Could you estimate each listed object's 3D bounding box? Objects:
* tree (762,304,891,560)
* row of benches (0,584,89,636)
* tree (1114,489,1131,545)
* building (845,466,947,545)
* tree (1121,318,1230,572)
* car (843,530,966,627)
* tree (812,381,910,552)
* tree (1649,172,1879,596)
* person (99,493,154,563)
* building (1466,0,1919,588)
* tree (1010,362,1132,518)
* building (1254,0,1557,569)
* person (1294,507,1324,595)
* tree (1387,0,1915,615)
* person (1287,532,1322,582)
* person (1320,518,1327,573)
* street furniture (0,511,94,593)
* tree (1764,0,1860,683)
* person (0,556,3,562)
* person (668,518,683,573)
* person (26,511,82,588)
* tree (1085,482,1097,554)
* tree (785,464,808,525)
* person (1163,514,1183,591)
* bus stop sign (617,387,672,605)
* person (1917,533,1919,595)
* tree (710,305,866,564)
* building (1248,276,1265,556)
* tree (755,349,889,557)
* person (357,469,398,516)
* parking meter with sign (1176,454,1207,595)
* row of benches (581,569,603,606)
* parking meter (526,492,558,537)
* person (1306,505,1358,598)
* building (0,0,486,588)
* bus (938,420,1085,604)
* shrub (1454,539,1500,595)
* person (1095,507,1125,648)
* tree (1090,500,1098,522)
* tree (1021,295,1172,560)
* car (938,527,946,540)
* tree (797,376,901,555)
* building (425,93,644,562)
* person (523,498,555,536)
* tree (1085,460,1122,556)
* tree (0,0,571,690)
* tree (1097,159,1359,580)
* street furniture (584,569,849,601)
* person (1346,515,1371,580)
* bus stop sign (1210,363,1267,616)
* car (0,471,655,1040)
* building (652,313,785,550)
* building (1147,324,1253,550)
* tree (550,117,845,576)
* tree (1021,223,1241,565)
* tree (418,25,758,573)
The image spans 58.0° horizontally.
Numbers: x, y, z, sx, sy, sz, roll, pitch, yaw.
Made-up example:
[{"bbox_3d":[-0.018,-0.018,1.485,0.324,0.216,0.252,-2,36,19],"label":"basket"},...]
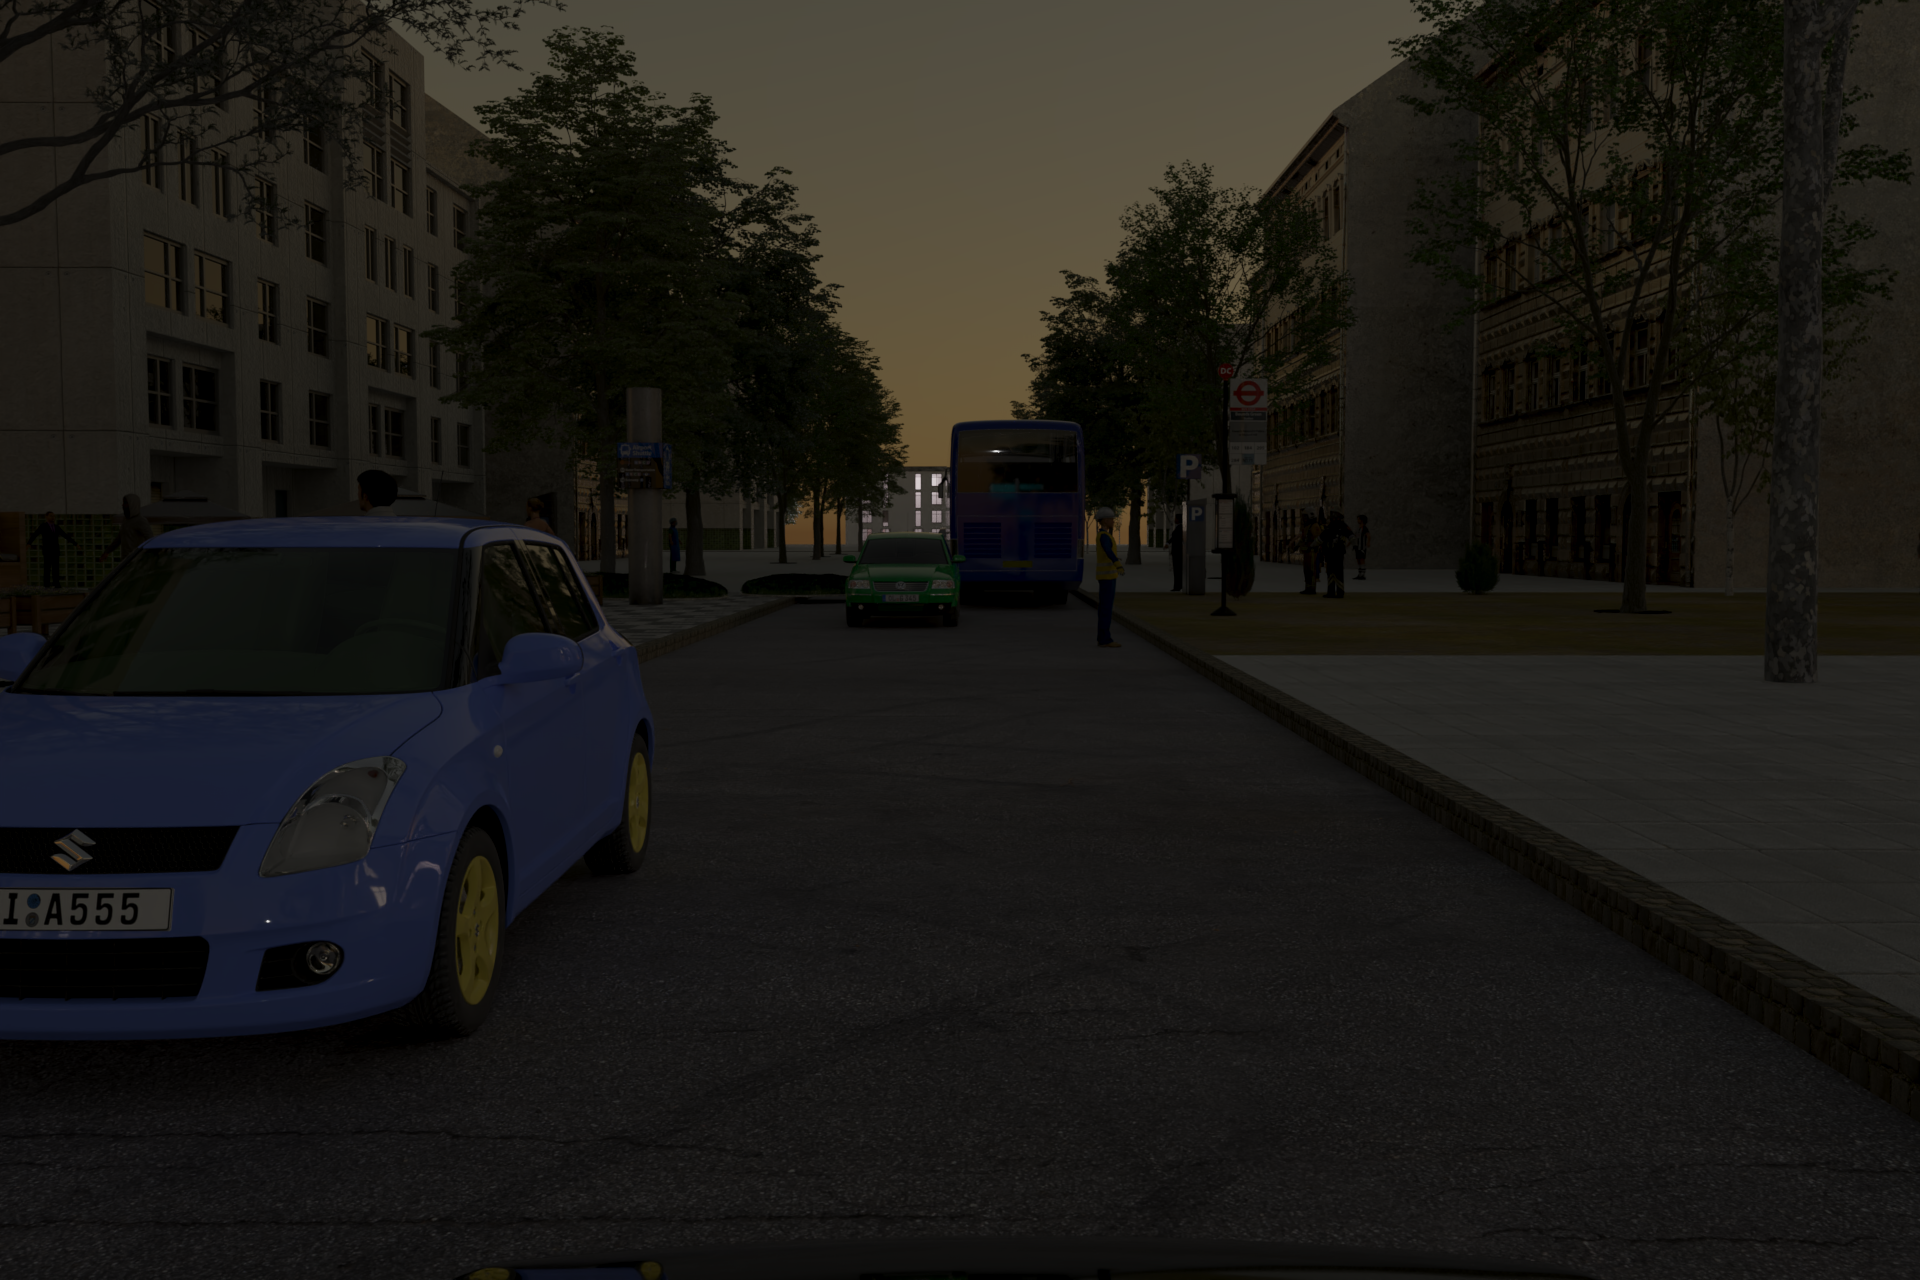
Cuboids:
[{"bbox_3d":[-6.890,-10.274,86.100,7.486,12.596,7.792,0,3,0],"label":"tree"},{"bbox_3d":[-11.494,-0.268,19.839,1.422,0.672,4.104,0,4,6],"label":"row of benches"},{"bbox_3d":[19.284,-15.991,211.821,4.737,8.622,4.395,0,3,0],"label":"tree"},{"bbox_3d":[0.215,-16.514,214.606,28.070,9.664,9.099,0,4,5],"label":"building"},{"bbox_3d":[7.368,-6.664,59.322,4.737,8.622,4.395,0,3,0],"label":"tree"},{"bbox_3d":[-0.887,-1.187,28.207,1.959,1.807,4.718,0,3,0],"label":"car"},{"bbox_3d":[-7.197,-12.539,123.144,7.486,12.596,7.792,0,3,0],"label":"tree"},{"bbox_3d":[15.992,-5.203,35.428,4.737,8.622,4.395,0,3,0],"label":"tree"},{"bbox_3d":[-10.885,-1.017,22.758,1.348,1.813,0.705,3,4,38],"label":"person"},{"bbox_3d":[26.654,-13.365,49.447,19.493,23.208,18.063,0,4,0],"label":"building"},{"bbox_3d":[8.088,-13.122,121.193,9.857,13.997,8.962,0,3,0],"label":"tree"},{"bbox_3d":[23.159,-14.684,71.012,19.493,23.208,18.063,0,4,1],"label":"building"},{"bbox_3d":[7.409,-1.898,36.793,0.705,1.858,1.354,0,4,-7],"label":"person"},{"bbox_3d":[10.815,-6.231,27.639,9.928,11.665,9.643,0,3,0],"label":"tree"},{"bbox_3d":[9.458,-2.478,46.378,1.347,1.847,0.705,0,4,4],"label":"person"},{"bbox_3d":[11.975,-3.112,57.017,1.346,1.812,0.704,1,4,15],"label":"person"},{"bbox_3d":[-21.306,-1.549,32.181,9.812,1.723,11.010,3,5,44],"label":"street furniture"},{"bbox_3d":[7.858,-9.618,13.147,12.611,20.169,13.585,0,3,0],"label":"tree"},{"bbox_3d":[-13.373,-1.046,23.078,0.705,1.833,1.349,1,4,15],"label":"person"},{"bbox_3d":[-9.339,-3.091,56.660,0.704,1.817,1.347,0,4,4],"label":"person"},{"bbox_3d":[-20.808,-2.047,39.687,0.704,1.802,1.346,2,4,28],"label":"person"},{"bbox_3d":[8.258,-9.869,111.726,4.737,8.622,4.395,0,3,0],"label":"tree"},{"bbox_3d":[-23.067,-18.628,211.220,9.857,13.997,8.962,0,3,0],"label":"tree"},{"bbox_3d":[4.819,-1.963,38.820,0.721,1.740,1.216,2,4,27],"label":"person"},{"bbox_3d":[-5.720,-2.595,31.449,0.837,3.901,0.837,0,4,1],"label":"bus stop sign"},{"bbox_3d":[20.199,-1.640,36.083,0.599,1.433,0.991,0,4,4],"label":"person"},{"bbox_3d":[-7.749,-9.134,75.088,9.928,11.665,9.643,0,3,0],"label":"tree"},{"bbox_3d":[26.760,-16.163,95.186,19.493,23.208,18.063,0,4,1],"label":"building"},{"bbox_3d":[-7.802,-10.398,95.762,9.928,11.665,9.643,0,3,0],"label":"tree"},{"bbox_3d":[-3.431,-0.093,10.162,0.705,1.806,1.347,2,4,24],"label":"person"},{"bbox_3d":[4.974,-2.487,36.924,0.543,3.016,1.738,0,3,0],"label":"parking meter with sign"},{"bbox_3d":[-7.457,-0.854,29.433,1.422,0.672,4.104,2,4,25],"label":"row of benches"},{"bbox_3d":[-5.771,-1.114,23.926,0.399,1.863,0.255,0,4,0],"label":"parking meter"},{"bbox_3d":[7.504,-1.768,34.691,0.705,1.856,1.354,-2,4,-34],"label":"person"},{"bbox_3d":[-28.187,-11.601,56.138,16.747,18.905,31.486,0,4,0],"label":"building"},{"bbox_3d":[0.978,-2.856,38.236,2.896,3.916,12.251,0,4,-1],"label":"bus"},{"bbox_3d":[10.959,-1.563,36.677,1.383,1.207,1.383,0,3,0],"label":"shrub"},{"bbox_3d":[1.938,-0.801,22.011,0.721,1.772,1.216,0,4,-3],"label":"person"},{"bbox_3d":[17.983,-16.265,216.302,4.737,8.622,4.395,0,3,0],"label":"tree"},{"bbox_3d":[7.675,-10.810,87.118,12.009,13.543,11.850,0,3,0],"label":"tree"},{"bbox_3d":[-0.462,-5.601,100.247,2.281,1.827,5.304,0,4,0],"label":"car"},{"bbox_3d":[-7.447,-11.158,108.188,9.928,11.665,9.643,0,3,0],"label":"tree"},{"bbox_3d":[-26.920,-15.762,88.645,19.493,23.208,18.063,0,4,1],"label":"building"},{"bbox_3d":[-5.413,-0.915,21.763,0.721,1.733,1.217,2,4,29],"label":"person"},{"bbox_3d":[8.295,-9.352,103.265,4.360,8.622,3.978,0,3,0],"label":"tree"},{"bbox_3d":[-8.565,-6.329,13.851,12.009,13.543,11.850,0,3,0],"label":"tree"},{"bbox_3d":[7.486,-7.538,49.004,9.928,11.665,9.643,0,3,0],"label":"tree"},{"bbox_3d":[-7.340,-1.296,36.810,10.072,0.657,5.734,1,4,21],"label":"street furniture"},{"bbox_3d":[11.213,-2.591,48.512,0.704,1.843,1.345,-1,4,-13],"label":"person"},{"bbox_3d":[4.372,-2.352,27.157,0.855,3.939,0.416,0,4,0],"label":"bus stop sign"},{"bbox_3d":[-2.196,0.216,6.064,1.945,1.707,3.694,0,4,0],"label":"car"},{"bbox_3d":[-25.652,-17.523,152.961,16.747,18.905,31.486,0,4,1],"label":"building"},{"bbox_3d":[26.591,-17.592,154.081,16.747,18.905,31.486,0,4,1],"label":"building"},{"bbox_3d":[-8.220,-8.948,52.961,9.857,13.997,8.962,0,3,0],"label":"tree"},{"bbox_3d":[7.324,-10.150,72.606,9.857,13.997,8.962,0,3,0],"label":"tree"},{"bbox_3d":[-8.412,-7.441,39.789,7.486,12.596,7.792,0,3,0],"label":"tree"}]
